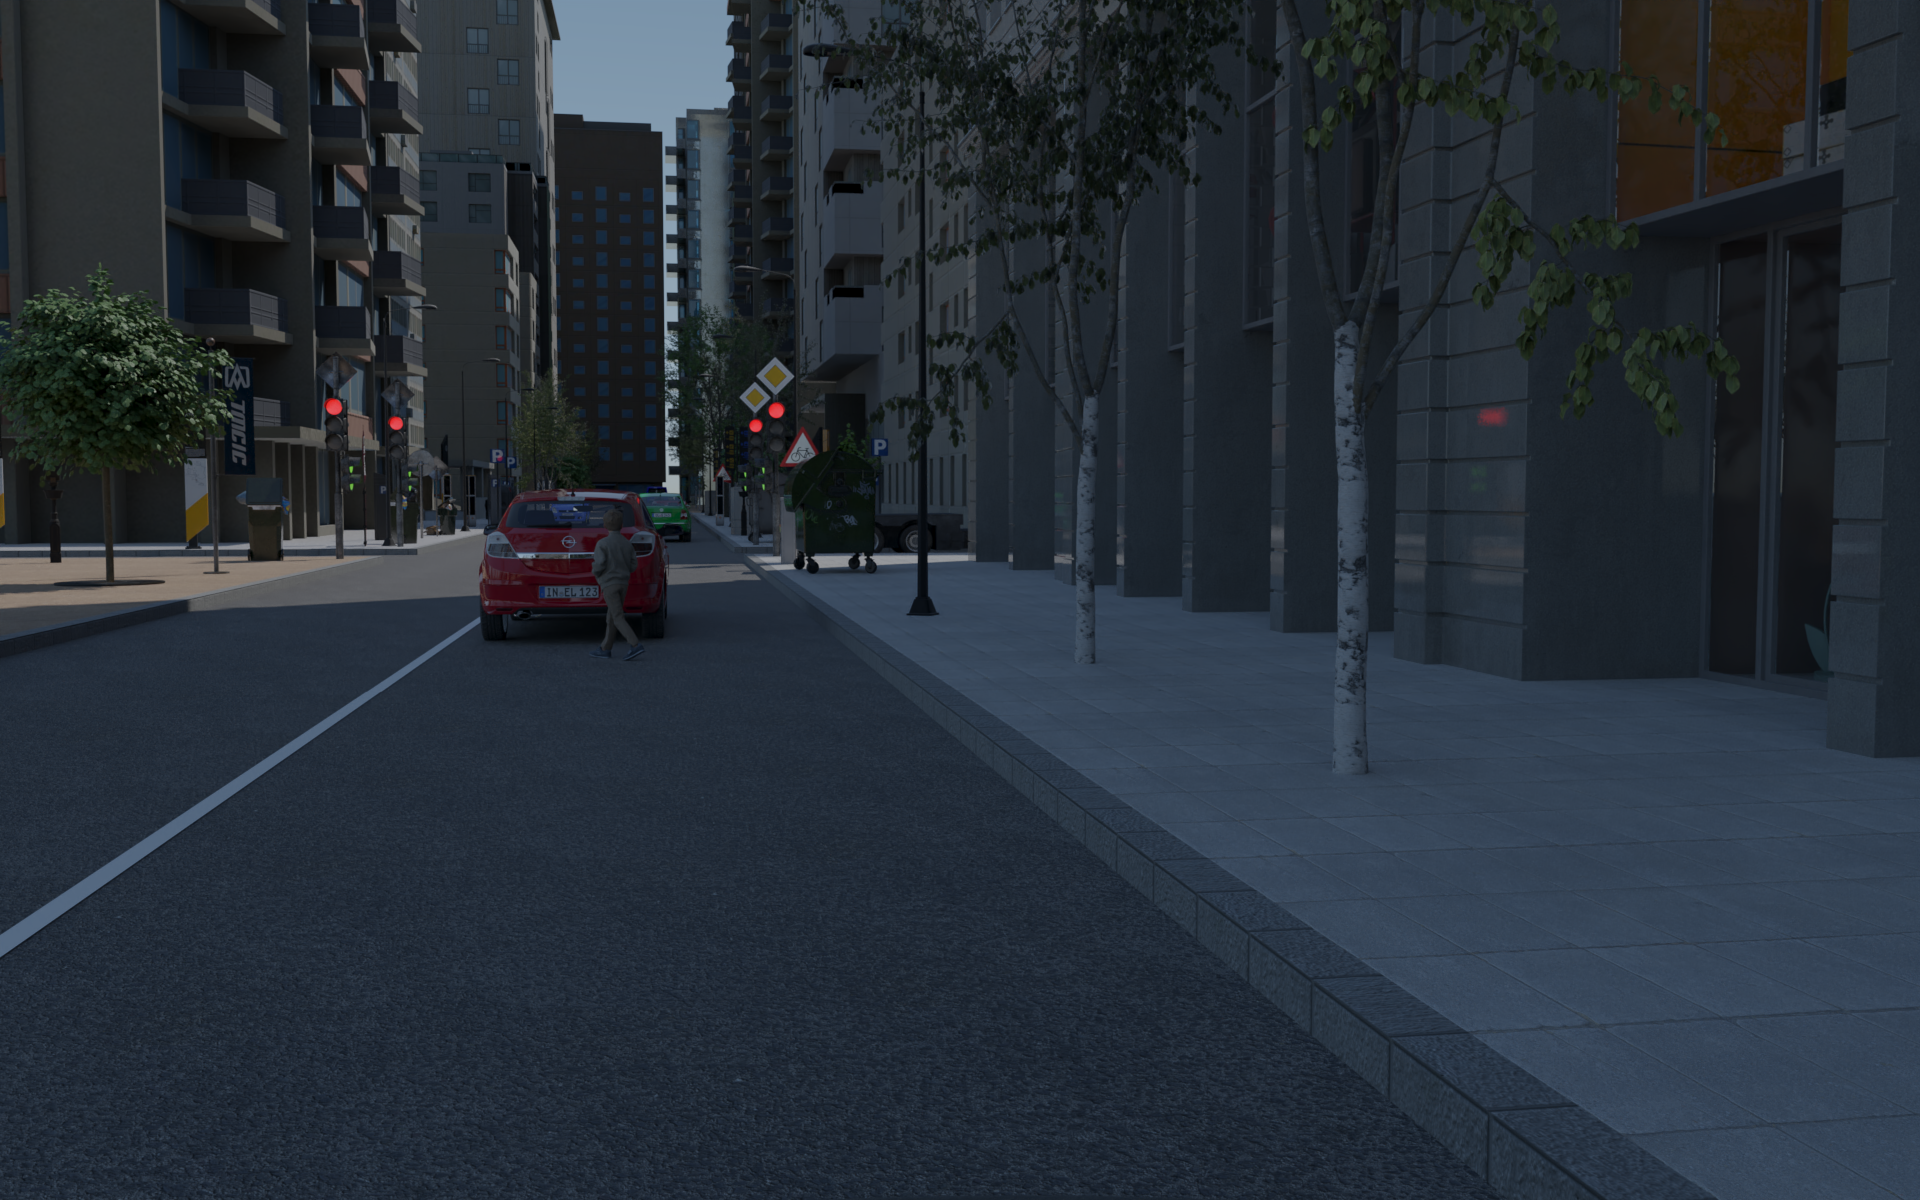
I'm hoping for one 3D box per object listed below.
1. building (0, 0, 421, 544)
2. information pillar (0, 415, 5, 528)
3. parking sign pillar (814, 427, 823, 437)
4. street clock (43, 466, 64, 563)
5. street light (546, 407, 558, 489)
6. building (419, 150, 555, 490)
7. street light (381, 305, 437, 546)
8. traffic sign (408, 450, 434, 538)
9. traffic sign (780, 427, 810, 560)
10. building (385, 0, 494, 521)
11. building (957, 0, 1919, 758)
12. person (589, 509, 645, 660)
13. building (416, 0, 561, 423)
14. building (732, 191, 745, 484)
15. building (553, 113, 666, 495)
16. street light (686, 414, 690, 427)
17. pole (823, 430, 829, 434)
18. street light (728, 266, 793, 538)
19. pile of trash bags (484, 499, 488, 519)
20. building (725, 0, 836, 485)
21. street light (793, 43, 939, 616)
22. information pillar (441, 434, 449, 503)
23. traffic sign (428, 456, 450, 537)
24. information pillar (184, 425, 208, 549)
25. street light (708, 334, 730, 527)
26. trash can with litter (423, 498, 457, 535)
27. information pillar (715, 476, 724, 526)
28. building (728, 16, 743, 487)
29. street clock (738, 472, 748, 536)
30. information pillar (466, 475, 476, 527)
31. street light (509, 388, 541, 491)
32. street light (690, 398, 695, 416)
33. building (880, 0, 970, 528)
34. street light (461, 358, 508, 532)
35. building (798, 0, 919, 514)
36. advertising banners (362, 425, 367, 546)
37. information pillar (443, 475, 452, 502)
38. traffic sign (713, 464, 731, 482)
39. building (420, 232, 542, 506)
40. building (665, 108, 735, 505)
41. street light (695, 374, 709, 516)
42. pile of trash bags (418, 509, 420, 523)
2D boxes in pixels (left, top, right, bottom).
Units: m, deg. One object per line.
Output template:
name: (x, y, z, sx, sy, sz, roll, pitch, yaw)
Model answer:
building: (-29.785, -24.508, 55.333, 22.147, 44.769, 28.867, -1, 4, -10)
information pillar: (-22.572, -2.995, 40.319, 0.504, 3.616, 0.183, -1, 4, -20)
parking sign pillar: (-5.758, -5.007, 70.337, 1.447, 3.967, 1.447, -2, 4, -27)
street clock: (-16.876, -1.694, 32.270, 0.358, 2.002, 0.471, -2, 4, -26)
street light: (-22.145, -7.334, 92.458, 1.470, 5.913, 1.316, -1, 4, -10)
building: (-42.825, -23.111, 149.559, 14.160, 30.474, 14.107, -1, 4, -10)
street light: (-13.523, -4.282, 42.556, 1.470, 5.913, 1.316, -1, 4, -10)
traffic sign: (-15.565, -3.053, 50.030, 0.768, 2.556, 0.104, 0, 4, -1)
traffic sign: (-3.035, -2.048, 33.495, 0.884, 2.594, 0.081, 0, 4, -7)
building: (-41.196, -24.251, 88.390, 32.217, 40.220, 23.993, -1, 4, -10)
building: (7.937, -14.768, 18.947, 11.434, 29.767, 29.804, -1, 4, -10)
person: (-2.993, -0.135, 14.972, 0.640, 1.303, 0.475, 2, 4, 25)
building: (-53.796, -35.524, 170.058, 27.495, 52.752, 28.713, -1, 4, -10)
building: (-14.433, -23.979, 163.756, 14.160, 30.474, 14.107, -1, 4, -10)
building: (-42.685, -34.115, 207.885, 14.200, 45.320, 14.600, -1, 4, -10)
street light: (-15.100, -7.848, 100.848, 1.470, 5.913, 1.316, -1, 4, -10)
pole: (-4.240, -3.738, 54.956, 0.158, 3.312, 0.155, 0, 3, 0)
street light: (-3.918, -3.852, 35.528, 1.470, 5.913, 1.316, -1, 4, -10)
pile of trash bags: (-23.167, -4.781, 87.921, 1.912, 1.369, 3.447, -2, 4, -23)
building: (-7.747, -29.816, 142.115, 22.147, 44.769, 28.867, -1, 4, -10)
street light: (-0.929, -2.787, 18.113, 1.470, 5.913, 1.316, -1, 4, -10)
information pillar: (-20.141, -4.673, 67.758, 0.183, 3.616, 0.504, 0, 4, 8)
traffic sign: (-15.794, -3.124, 52.266, 0.795, 2.450, 0.064, 0, 4, -7)
information pillar: (-17.819, -2.997, 40.354, 0.504, 3.616, 0.183, -1, 4, -16)
street light: (-6.497, -4.773, 50.577, 1.470, 5.913, 1.316, -1, 4, -10)
trash can with litter: (-16.243, -2.611, 54.071, 1.055, 1.170, 0.624, 1, 4, 10)
information pillar: (-9.742, -4.019, 70.207, 0.304, 2.012, 0.304, -1, 4, -17)
building: (-15.009, -45.394, 180.439, 20.563, 71.187, 20.611, -1, 4, -10)
street clock: (-6.649, -2.979, 53.270, 0.358, 2.002, 0.471, 0, 4, -7)
information pillar: (-19.186, -3.878, 67.895, 0.304, 2.012, 0.304, -3, 5, -43)
street light: (-19.319, -6.322, 75.913, 1.470, 5.913, 1.316, -1, 4, -10)
street light: (-12.180, -6.805, 83.808, 1.470, 5.913, 1.316, -1, 4, -10)
building: (13.256, -13.228, 61.319, 28.899, 21.520, 27.650, -1, 4, -10)
street light: (-16.448, -5.310, 59.364, 1.470, 5.913, 1.316, -1, 4, -10)
building: (4.844, -31.401, 102.648, 28.713, 52.752, 27.495, -1, 4, -10)
advertising banners: (-14.868, -2.877, 43.226, 0.090, 3.025, 2.074, -1, 4, -18)
information pillar: (-19.374, -3.730, 65.480, 0.304, 2.012, 0.304, -1, 4, -14)
traffic sign: (-10.141, -4.535, 74.151, 0.884, 2.594, 0.081, 0, 4, -8)
building: (-46.110, -17.276, 127.499, 27.650, 21.520, 28.899, -1, 4, -10)
building: (-21.149, -36.476, 215.983, 30.456, 49.044, 23.786, -1, 4, -10)
street light: (-9.395, -5.793, 67.256, 1.470, 5.913, 1.316, -1, 4, -10)
pile of trash bags: (-26.001, -4.159, 77.745, 3.447, 1.369, 1.912, -1, 4, -20)
